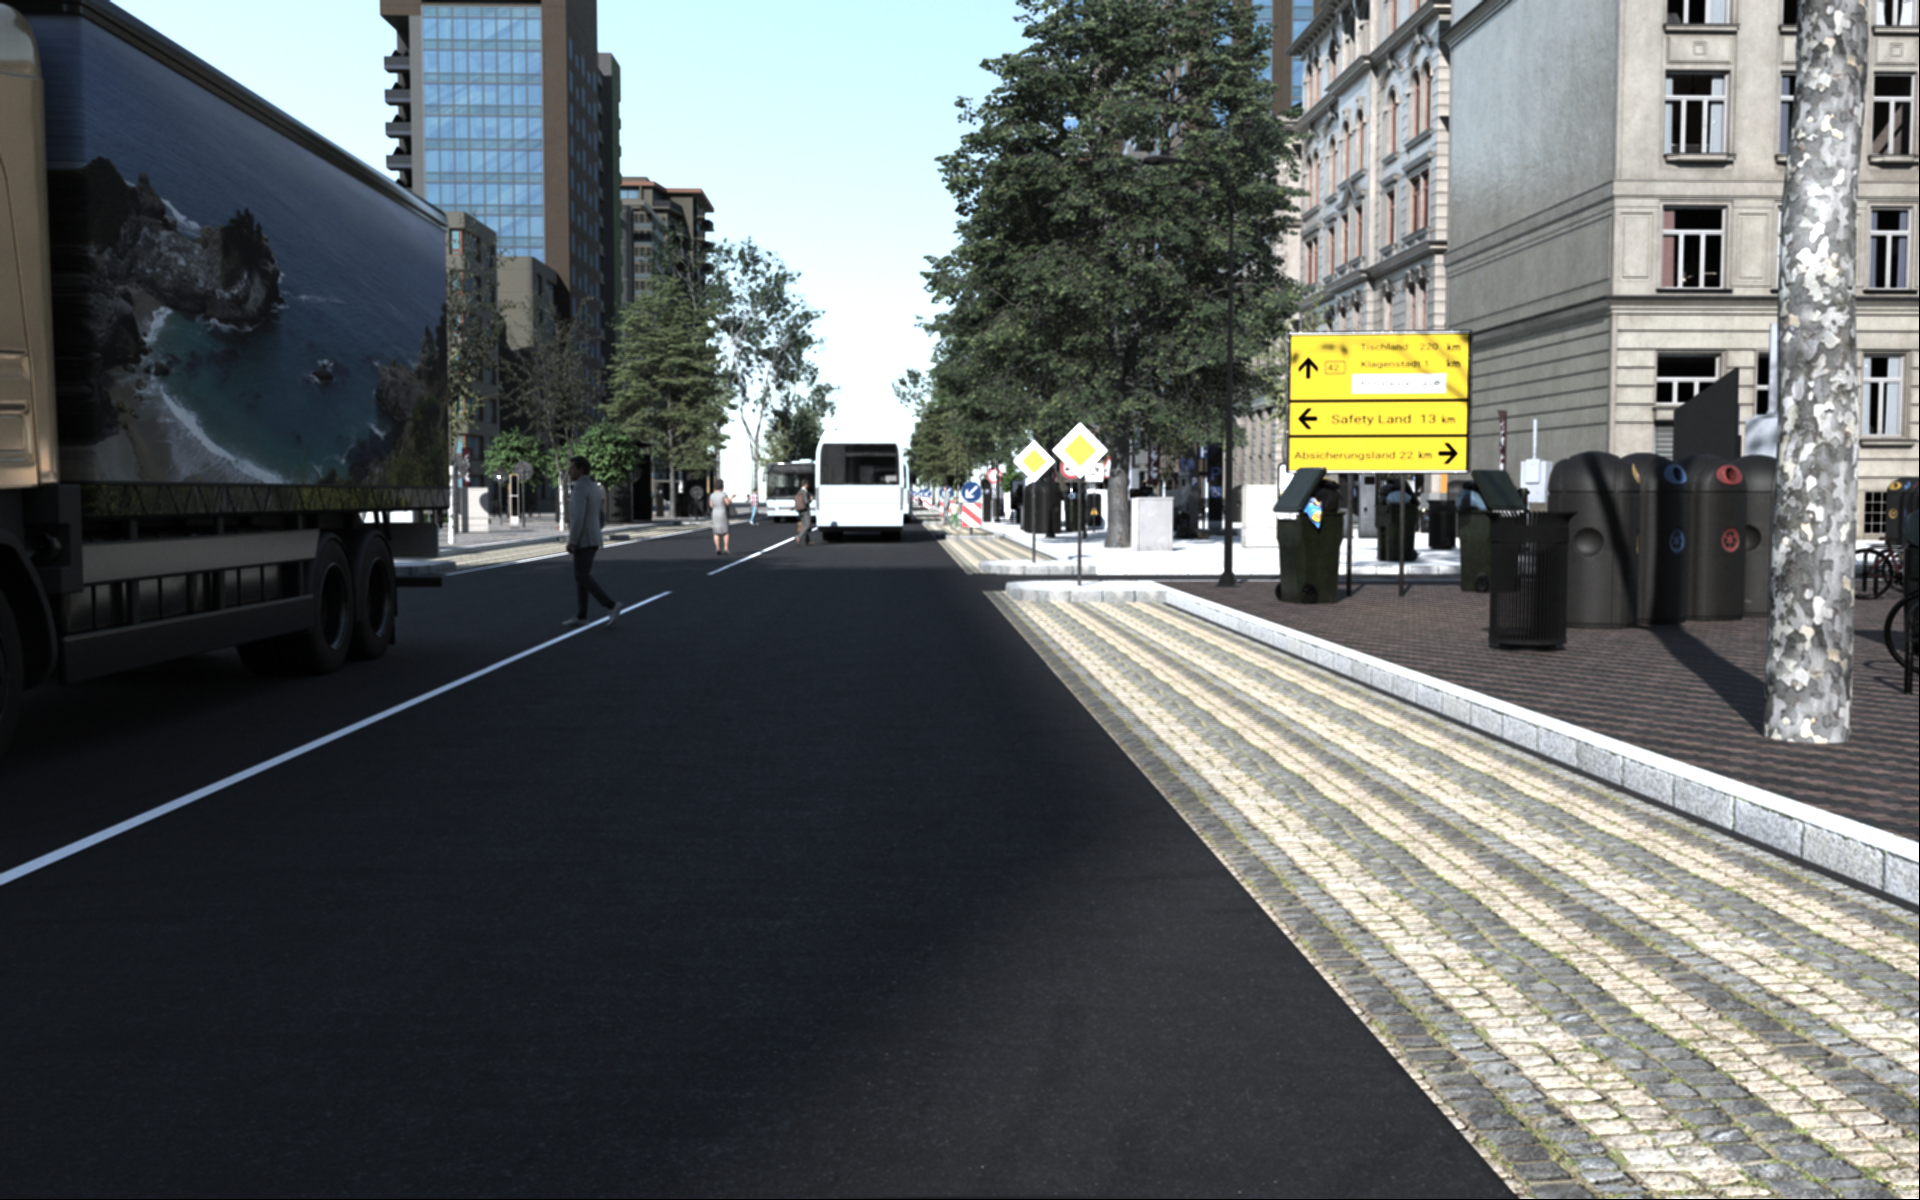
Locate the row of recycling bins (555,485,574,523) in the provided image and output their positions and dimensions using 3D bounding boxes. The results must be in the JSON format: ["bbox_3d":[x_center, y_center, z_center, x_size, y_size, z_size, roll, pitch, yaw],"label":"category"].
[{"bbox_3d":[-17.522,-4.310,77.587,1.069,1.692,3.534,-1,4,-21],"label":"row of recycling bins"}]

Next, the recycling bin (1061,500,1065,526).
[{"bbox_3d":[4.250,-3.448,68.926,0.722,1.027,0.722,-1,4,-21],"label":"recycling bin"}]

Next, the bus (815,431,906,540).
[{"bbox_3d":[-3.180,-3.786,56.757,2.948,3.499,13.247,0,4,-2],"label":"bus"}]

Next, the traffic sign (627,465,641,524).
[{"bbox_3d":[-14.077,-4.541,74.350,0.768,2.556,0.104,0,4,1],"label":"traffic sign"}]

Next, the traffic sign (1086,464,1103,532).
[{"bbox_3d":[4.522,-3.441,58.382,0.606,2.300,0.079,0,4,-2],"label":"traffic sign"}]

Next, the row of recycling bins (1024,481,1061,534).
[{"bbox_3d":[2.680,-3.081,57.485,1.069,1.692,3.534,0,4,-5],"label":"row of recycling bins"}]

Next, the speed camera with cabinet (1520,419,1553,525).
[{"bbox_3d":[15.825,-3.129,45.493,2.038,3.252,0.660,3,4,38],"label":"speed camera with cabinet"}]

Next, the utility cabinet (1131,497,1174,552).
[{"bbox_3d":[4.289,-1.685,38.710,1.020,1.237,0.306,-2,4,-34],"label":"utility cabinet"}]

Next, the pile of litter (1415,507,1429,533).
[{"bbox_3d":[15.755,-2.675,57.695,1.176,0.858,1.719,1,4,17],"label":"pile of litter"}]

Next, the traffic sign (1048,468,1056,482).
[{"bbox_3d":[4.181,-5.023,82.236,0.768,2.556,0.104,0,4,-1],"label":"traffic sign"}]

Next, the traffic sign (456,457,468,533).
[{"bbox_3d":[-16.514,-3.471,56.851,0.768,2.556,0.104,0,4,1],"label":"traffic sign"}]

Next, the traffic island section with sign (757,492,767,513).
[{"bbox_3d":[-14.107,-7.393,129.507,1.989,1.847,2.006,0,4,-2],"label":"traffic island section with sign"}]

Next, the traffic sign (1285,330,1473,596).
[{"bbox_3d":[5.217,-1.700,21.666,2.265,3.308,0.079,0,4,7],"label":"traffic sign"}]

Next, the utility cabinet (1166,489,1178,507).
[{"bbox_3d":[10.266,-4.535,82.832,0.318,1.500,1.173,-1,4,-22],"label":"utility cabinet"}]

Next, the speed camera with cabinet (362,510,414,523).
[{"bbox_3d":[-13.188,-2.690,38.324,2.038,3.252,0.660,-3,5,-41],"label":"speed camera with cabinet"}]

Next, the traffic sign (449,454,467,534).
[{"bbox_3d":[-16.157,-3.383,55.421,0.768,2.556,0.104,0,4,0],"label":"traffic sign"}]

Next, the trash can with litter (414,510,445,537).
[{"bbox_3d":[-16.392,-2.542,52.625,1.678,1.210,2.233,-2,4,-23],"label":"trash can with litter"}]

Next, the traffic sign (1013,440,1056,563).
[{"bbox_3d":[1.372,-1.742,32.129,0.795,2.450,0.064,0,4,-2],"label":"traffic sign"}]

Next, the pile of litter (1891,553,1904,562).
[{"bbox_3d":[18.315,-1.159,32.909,1.719,0.858,1.176,-1,4,-21],"label":"pile of litter"}]

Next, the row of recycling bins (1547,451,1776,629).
[{"bbox_3d":[7.234,-0.641,17.590,3.534,1.692,1.069,-2,4,-33],"label":"row of recycling bins"}]

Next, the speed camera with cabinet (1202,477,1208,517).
[{"bbox_3d":[13.962,-6.293,97.221,0.660,3.252,2.038,1,4,13],"label":"speed camera with cabinet"}]

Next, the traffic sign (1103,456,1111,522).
[{"bbox_3d":[5.035,-3.582,58.567,0.884,2.594,0.081,0,4,-1],"label":"traffic sign"}]

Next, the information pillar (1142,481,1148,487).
[{"bbox_3d":[10.417,-5.677,97.304,0.304,2.012,0.304,2,4,28],"label":"information pillar"}]

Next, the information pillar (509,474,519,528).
[{"bbox_3d":[-16.682,-3.688,64.793,0.304,2.012,0.304,-2,4,-23],"label":"information pillar"}]

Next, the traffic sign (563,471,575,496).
[{"bbox_3d":[-17.013,-4.488,75.516,0.606,2.300,0.079,0,4,1],"label":"traffic sign"}]

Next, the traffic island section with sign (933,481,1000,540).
[{"bbox_3d":[0.226,-2.839,55.048,1.989,1.847,2.006,0,4,-2],"label":"traffic island section with sign"}]

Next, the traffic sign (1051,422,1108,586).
[{"bbox_3d":[1.666,-1.254,24.149,0.795,2.450,0.064,0,4,-2],"label":"traffic sign"}]

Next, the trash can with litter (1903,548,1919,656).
[{"bbox_3d":[7.869,-0.145,13.766,0.624,1.170,1.055,1,4,20],"label":"trash can with litter"}]

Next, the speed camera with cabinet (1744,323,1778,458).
[{"bbox_3d":[8.890,-1.553,19.735,2.038,3.252,0.660,-2,4,-23],"label":"speed camera with cabinet"}]

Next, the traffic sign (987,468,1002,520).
[{"bbox_3d":[1.687,-5.170,84.630,0.768,2.556,0.104,0,4,5],"label":"traffic sign"}]

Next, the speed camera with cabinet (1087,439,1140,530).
[{"bbox_3d":[5.447,-4.153,62.239,2.038,3.252,0.660,3,5,39],"label":"speed camera with cabinet"}]

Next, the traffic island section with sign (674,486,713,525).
[{"bbox_3d":[-12.325,-4.439,81.202,1.989,1.847,2.006,0,4,-2],"label":"traffic island section with sign"}]

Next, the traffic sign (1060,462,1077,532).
[{"bbox_3d":[3.775,-3.581,58.655,0.768,2.556,0.104,0,4,5],"label":"traffic sign"}]

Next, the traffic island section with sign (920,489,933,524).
[{"bbox_3d":[-0.767,-4.489,82.017,1.989,1.847,2.006,0,4,-2],"label":"traffic island section with sign"}]

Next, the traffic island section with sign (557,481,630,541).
[{"bbox_3d":[-11.315,-2.753,53.636,1.989,1.847,2.006,0,4,-2],"label":"traffic island section with sign"}]

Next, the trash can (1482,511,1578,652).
[{"bbox_3d":[4.685,-0.160,14.272,0.748,1.137,0.748,0,3,0],"label":"trash can"}]

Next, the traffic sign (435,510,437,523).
[{"bbox_3d":[-15.436,-3.118,50.979,0.884,2.594,0.081,0,4,1],"label":"traffic sign"}]

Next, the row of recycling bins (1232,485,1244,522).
[{"bbox_3d":[13.883,-4.422,79.419,3.534,1.692,1.069,-2,4,-33],"label":"row of recycling bins"}]

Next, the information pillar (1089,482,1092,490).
[{"bbox_3d":[5.894,-5.287,77.804,0.183,3.616,0.504,-1,4,-12],"label":"information pillar"}]

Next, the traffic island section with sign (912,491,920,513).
[{"bbox_3d":[-2.617,-7.542,131.943,1.989,1.847,2.006,0,4,-2],"label":"traffic island section with sign"}]

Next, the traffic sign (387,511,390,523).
[{"bbox_3d":[-10.465,-1.717,31.714,0.795,2.450,0.064,0,4,-2],"label":"traffic sign"}]

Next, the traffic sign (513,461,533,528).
[{"bbox_3d":[-16.701,-4.045,66.242,0.768,2.556,0.104,0,4,1],"label":"traffic sign"}]

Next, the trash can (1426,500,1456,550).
[{"bbox_3d":[11.166,-1.739,40.094,0.748,1.137,0.748,0,3,0],"label":"trash can"}]

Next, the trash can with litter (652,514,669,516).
[{"bbox_3d":[-18.029,-5.494,100.890,2.233,1.210,1.678,-1,4,-19],"label":"trash can with litter"}]

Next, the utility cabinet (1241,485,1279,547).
[{"bbox_3d":[7.313,-1.996,41.313,1.173,1.500,0.318,-1,4,-14],"label":"utility cabinet"}]

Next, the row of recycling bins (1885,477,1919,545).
[{"bbox_3d":[22.457,-2.028,40.264,1.069,1.692,3.534,1,4,14],"label":"row of recycling bins"}]

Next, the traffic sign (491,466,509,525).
[{"bbox_3d":[-18.751,-4.255,70.749,0.795,2.450,0.064,0,4,5],"label":"traffic sign"}]

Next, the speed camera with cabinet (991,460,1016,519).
[{"bbox_3d":[2.402,-5.792,89.042,2.038,3.252,0.660,3,4,39],"label":"speed camera with cabinet"}]

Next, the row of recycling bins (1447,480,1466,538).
[{"bbox_3d":[15.299,-2.780,52.571,1.069,1.692,3.534,1,4,23],"label":"row of recycling bins"}]

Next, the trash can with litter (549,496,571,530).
[{"bbox_3d":[-14.242,-3.197,63.322,1.678,1.210,2.233,-2,4,-30],"label":"trash can with litter"}]

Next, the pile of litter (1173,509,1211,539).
[{"bbox_3d":[6.689,-2.221,50.285,1.176,0.858,1.719,0,4,8],"label":"pile of litter"}]
